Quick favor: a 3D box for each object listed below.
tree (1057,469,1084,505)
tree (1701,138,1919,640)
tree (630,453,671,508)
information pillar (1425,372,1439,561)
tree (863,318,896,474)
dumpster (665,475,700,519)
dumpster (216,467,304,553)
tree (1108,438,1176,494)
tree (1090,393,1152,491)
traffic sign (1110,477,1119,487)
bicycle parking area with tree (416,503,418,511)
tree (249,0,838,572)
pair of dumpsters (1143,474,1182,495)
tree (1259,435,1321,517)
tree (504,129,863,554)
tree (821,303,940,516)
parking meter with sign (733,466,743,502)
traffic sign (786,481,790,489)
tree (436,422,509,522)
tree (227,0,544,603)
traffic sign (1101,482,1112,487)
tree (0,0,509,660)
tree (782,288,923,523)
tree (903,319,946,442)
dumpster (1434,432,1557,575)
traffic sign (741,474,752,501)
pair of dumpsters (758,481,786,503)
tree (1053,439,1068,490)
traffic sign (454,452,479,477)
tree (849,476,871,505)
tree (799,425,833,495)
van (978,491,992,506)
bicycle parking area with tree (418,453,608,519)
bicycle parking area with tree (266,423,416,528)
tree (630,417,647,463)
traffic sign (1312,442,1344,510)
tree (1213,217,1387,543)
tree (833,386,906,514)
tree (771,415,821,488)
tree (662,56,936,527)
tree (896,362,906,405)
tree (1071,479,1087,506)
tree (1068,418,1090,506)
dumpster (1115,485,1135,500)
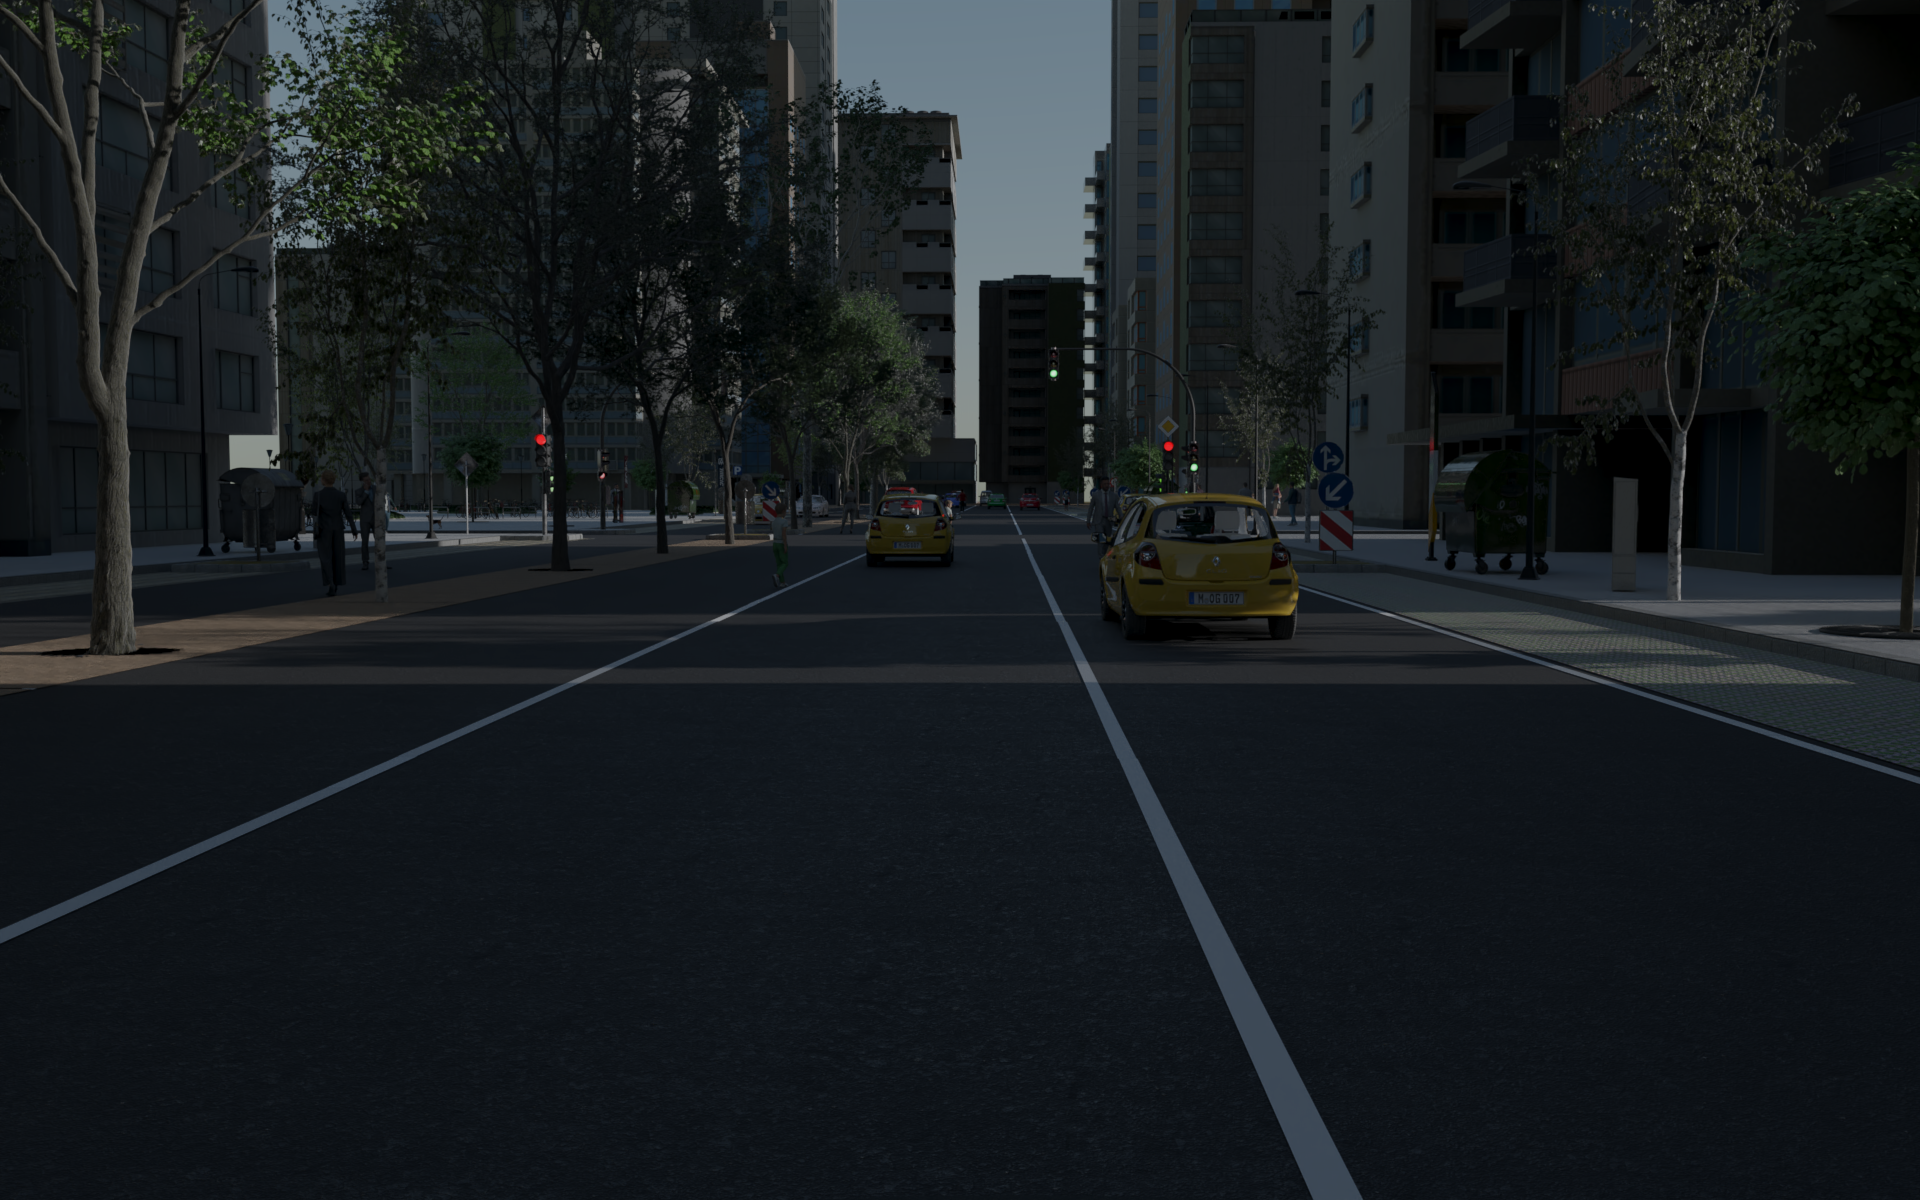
[{"bbox_3d":[12.936,-13.401,202.817,4.285,4.588,4.351,0,3,0],"label":"tree"},{"bbox_3d":[8.593,-1.960,15.768,4.285,4.588,4.351,0,3,0],"label":"tree"},{"bbox_3d":[-24.297,-9.320,136.099,4.285,4.588,4.351,0,3,0],"label":"tree"},{"bbox_3d":[9.067,-2.557,33.159,0.183,3.616,0.504,0,4,6],"label":"information pillar"},{"bbox_3d":[-6.502,-6.869,49.183,8.767,10.594,7.601,0,4,1],"label":"tree"},{"bbox_3d":[-14.356,-5.324,89.546,1.502,2.255,1.985,0,4,1],"label":"dumpster"},{"bbox_3d":[-15.440,-1.987,38.244,1.264,1.857,1.865,0,4,2],"label":"dumpster"},{"bbox_3d":[10.649,-7.425,105.113,4.285,4.588,4.351,0,3,0],"label":"tree"},{"bbox_3d":[12.526,-11.116,132.105,4.360,8.622,3.978,0,3,0],"label":"tree"},{"bbox_3d":[11.519,-7.877,128.897,0.768,2.556,0.104,0,4,6],"label":"traffic sign"},{"bbox_3d":[-41.138,-8.400,124.335,8.231,4.147,9.016,1,4,13],"label":"bicycle parking area with tree"},{"bbox_3d":[-7.373,-7.260,31.536,12.009,13.543,11.850,0,3,0],"label":"tree"},{"bbox_3d":[10.109,-5.141,86.542,1.574,2.255,4.437,0,4,1],"label":"pair of dumpsters"},{"bbox_3d":[18.392,-6.897,96.475,4.285,4.588,4.351,0,3,0],"label":"tree"},{"bbox_3d":[-7.091,-6.400,41.508,8.767,10.594,7.601,0,4,1],"label":"tree"},{"bbox_3d":[-5.706,-12.543,114.184,9.857,13.997,8.962,0,3,0],"label":"tree"},{"bbox_3d":[-13.752,-6.811,107.616,0.543,3.016,1.738,-1,4,-12],"label":"parking meter with sign"},{"bbox_3d":[-13.007,-7.956,132.205,0.606,2.300,0.079,0,4,3],"label":"traffic sign"},{"bbox_3d":[-22.234,-5.837,79.149,4.285,4.588,4.351,0,3,0],"label":"tree"},{"bbox_3d":[-7.643,-4.282,22.833,4.360,8.622,3.978,0,3,0],"label":"tree"},{"bbox_3d":[11.511,-8.326,136.136,0.884,2.594,0.081,1,4,10],"label":"traffic sign"},{"bbox_3d":[-7.464,-5.308,14.991,9.928,11.665,9.643,0,3,0],"label":"tree"},{"bbox_3d":[-5.616,-9.666,86.245,9.928,11.665,9.643,0,3,0],"label":"tree"},{"bbox_3d":[-5.860,-11.332,98.099,12.009,13.543,11.850,0,3,0],"label":"tree"},{"bbox_3d":[8.720,-1.575,28.249,1.502,2.255,1.985,0,4,1],"label":"dumpster"},{"bbox_3d":[-13.517,-6.698,109.611,0.768,2.556,0.104,0,4,7],"label":"traffic sign"},{"bbox_3d":[-13.486,-7.435,124.061,1.574,2.255,4.437,0,4,1],"label":"pair of dumpsters"},{"bbox_3d":[12.208,-14.181,182.221,4.360,8.622,3.978,0,3,0],"label":"tree"},{"bbox_3d":[-15.569,-3.358,54.636,0.795,2.593,0.064,0,4,4],"label":"traffic sign"},{"bbox_3d":[-11.820,-13.516,204.699,4.285,4.588,4.351,0,3,0],"label":"tree"},{"bbox_3d":[-12.534,-12.644,157.091,4.360,8.622,3.978,0,3,0],"label":"tree"},{"bbox_3d":[3.188,-12.239,207.124,2.013,2.044,4.112,0,4,1],"label":"van"},{"bbox_3d":[-23.373,-6.423,92.020,8.231,4.147,9.016,-2,4,-31],"label":"bicycle parking area with tree"},{"bbox_3d":[-27.934,-4.958,68.060,9.016,4.147,8.231,2,4,24],"label":"bicycle parking area with tree"},{"bbox_3d":[-22.350,-10.998,130.174,4.360,8.622,3.978,0,3,0],"label":"tree"},{"bbox_3d":[8.972,-2.580,42.289,0.768,2.556,0.104,0,4,6],"label":"traffic sign"},{"bbox_3d":[8.957,-5.825,45.606,4.360,8.622,3.978,0,3,0],"label":"tree"},{"bbox_3d":[-5.479,-9.400,106.510,4.360,8.622,3.978,0,3,0],"label":"tree"},{"bbox_3d":[-13.462,-11.639,140.665,4.737,8.622,4.395,0,3,0],"label":"tree"},{"bbox_3d":[-7.727,-13.216,74.432,12.611,20.169,13.585,0,3,0],"label":"tree"},{"bbox_3d":[-6.128,-7.806,64.497,8.767,10.594,7.601,0,4,1],"label":"tree"},{"bbox_3d":[13.015,-11.916,189.420,1.663,3.219,1.824,0,3,0],"label":"tree"},{"bbox_3d":[12.355,-12.792,159.504,4.360,8.622,3.978,0,3,0],"label":"tree"},{"bbox_3d":[10.785,-6.537,112.637,1.264,1.857,1.865,0,4,1],"label":"dumpster"}]
